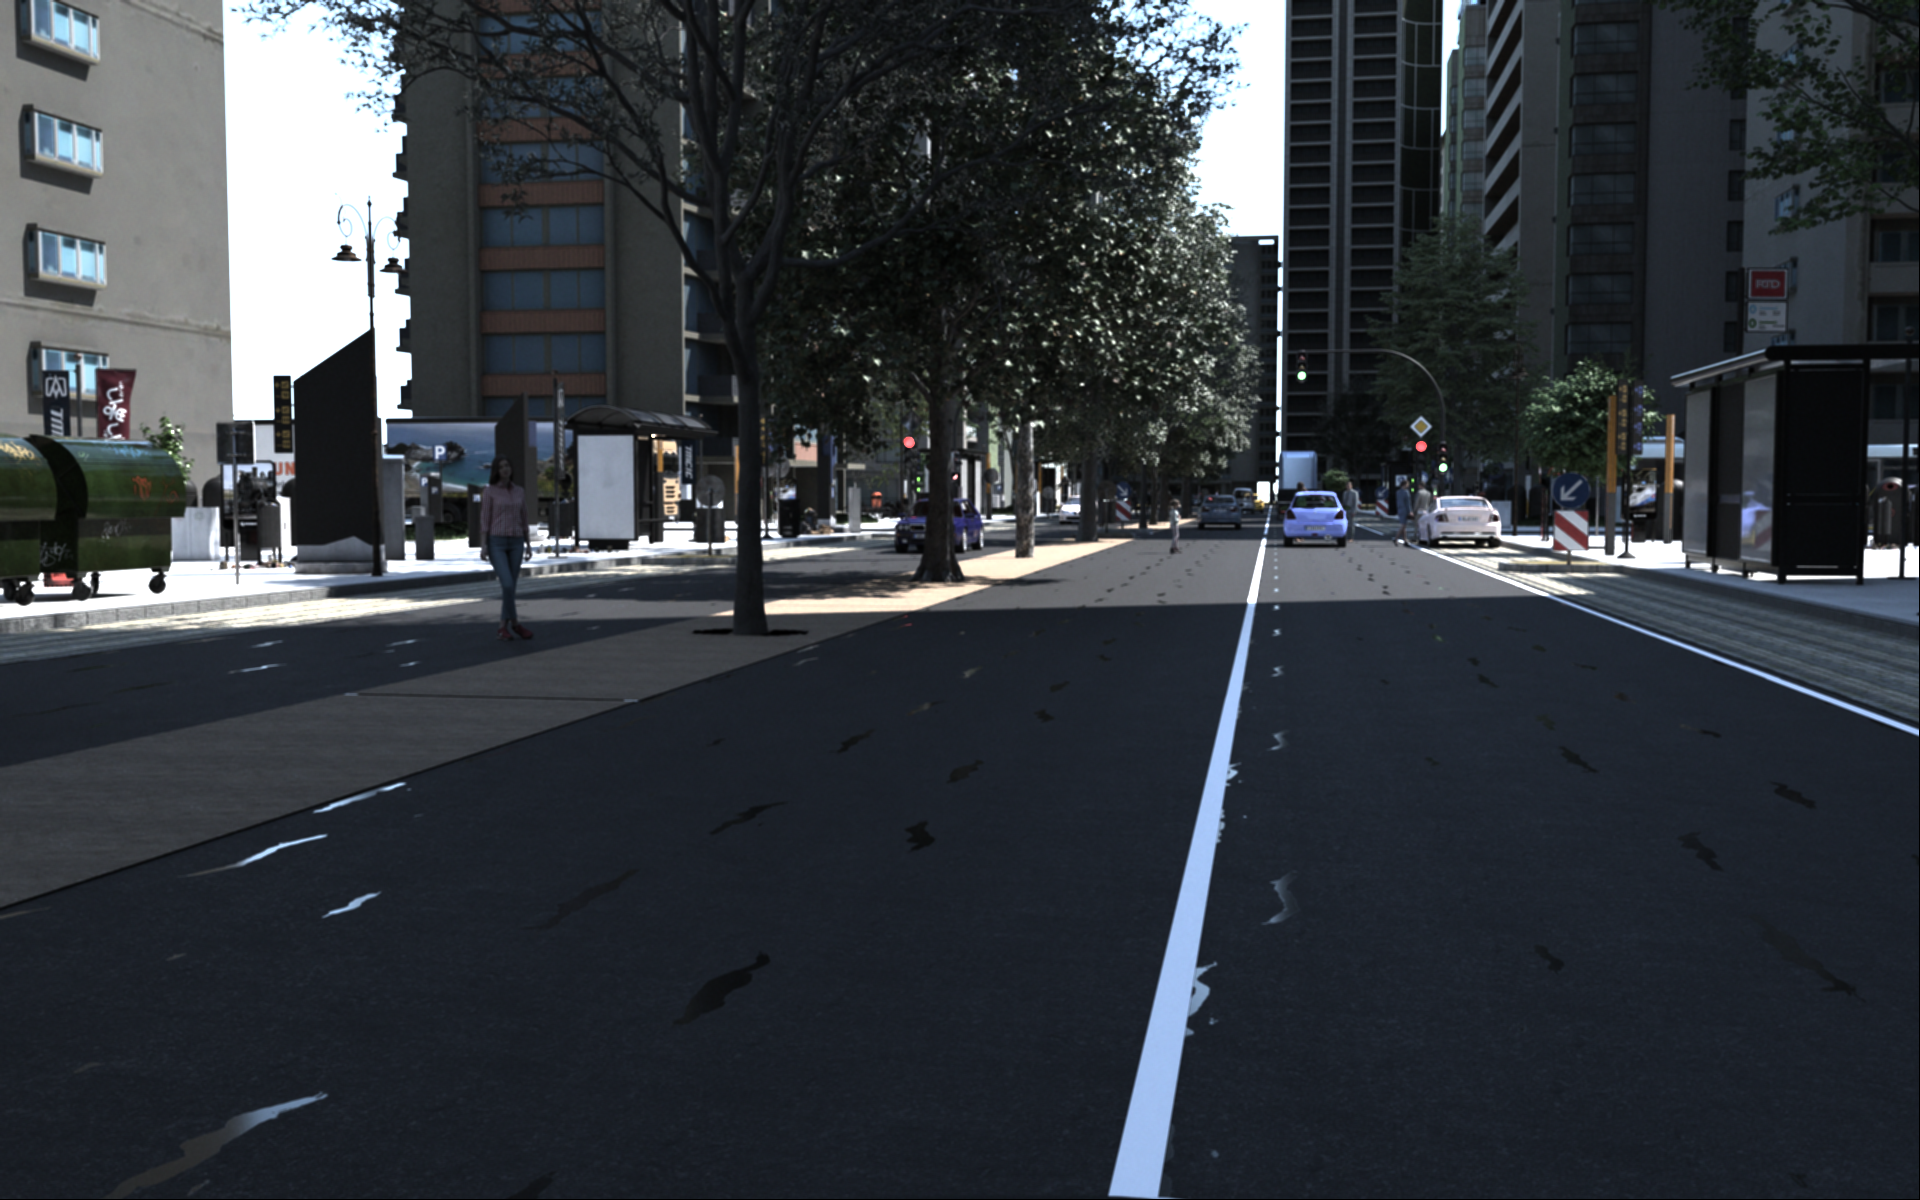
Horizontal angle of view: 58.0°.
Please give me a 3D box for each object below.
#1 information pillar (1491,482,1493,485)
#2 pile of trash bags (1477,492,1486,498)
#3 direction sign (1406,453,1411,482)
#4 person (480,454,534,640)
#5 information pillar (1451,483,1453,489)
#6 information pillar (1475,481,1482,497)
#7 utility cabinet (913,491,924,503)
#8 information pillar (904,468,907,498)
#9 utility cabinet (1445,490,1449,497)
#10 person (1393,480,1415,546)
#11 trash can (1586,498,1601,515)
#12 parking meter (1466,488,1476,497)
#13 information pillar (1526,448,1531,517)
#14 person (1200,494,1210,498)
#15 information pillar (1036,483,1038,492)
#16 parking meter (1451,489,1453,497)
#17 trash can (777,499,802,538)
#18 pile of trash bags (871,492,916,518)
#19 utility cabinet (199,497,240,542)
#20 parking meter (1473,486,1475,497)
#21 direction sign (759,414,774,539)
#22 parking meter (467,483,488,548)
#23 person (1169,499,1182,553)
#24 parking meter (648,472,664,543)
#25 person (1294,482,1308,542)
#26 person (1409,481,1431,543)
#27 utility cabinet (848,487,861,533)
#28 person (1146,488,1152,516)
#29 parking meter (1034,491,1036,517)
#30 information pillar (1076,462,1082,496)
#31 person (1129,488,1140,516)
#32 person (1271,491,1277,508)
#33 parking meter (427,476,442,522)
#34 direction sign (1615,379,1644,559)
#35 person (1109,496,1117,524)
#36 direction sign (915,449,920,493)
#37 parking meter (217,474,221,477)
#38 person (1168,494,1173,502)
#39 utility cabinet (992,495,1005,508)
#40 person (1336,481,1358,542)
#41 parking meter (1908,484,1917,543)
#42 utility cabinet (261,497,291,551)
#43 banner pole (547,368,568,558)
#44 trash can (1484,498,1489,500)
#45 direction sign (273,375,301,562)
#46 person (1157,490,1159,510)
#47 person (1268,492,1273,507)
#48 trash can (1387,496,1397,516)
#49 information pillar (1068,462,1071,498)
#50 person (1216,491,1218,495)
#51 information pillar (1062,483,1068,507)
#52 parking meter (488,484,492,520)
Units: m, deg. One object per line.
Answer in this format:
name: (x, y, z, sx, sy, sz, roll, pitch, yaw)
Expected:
information pillar: (31.331, -5.999, 102.568, 0.304, 2.012, 0.304, 3, 4, 37)
pile of trash bags: (22.388, -3.999, 75.136, 1.912, 1.369, 3.447, 0, 4, 5)
direction sign: (24.739, -6.337, 95.599, 0.379, 3.537, 0.876, 2, 4, 26)
person: (-4.482, -0.522, 17.042, 0.388, 1.821, 0.555, 3, 5, 39)
information pillar: (26.421, -5.385, 92.537, 0.304, 2.012, 0.304, -3, 4, -36)
information pillar: (29.710, -5.791, 99.168, 0.304, 2.012, 0.304, -2, 4, -28)
utility cabinet: (-2.590, -6.540, 115.606, 1.173, 1.500, 0.318, 2, 4, 29)
information pillar: (-3.261, -6.845, 103.272, 0.183, 3.616, 0.504, 0, 4, 7)
utility cabinet: (26.622, -5.269, 94.830, 0.318, 1.500, 1.173, -1, 4, -20)
person: (12.159, -2.392, 47.640, 0.654, 1.822, 0.581, -1, 4, -13)
trash can: (25.770, -3.608, 70.649, 0.748, 1.137, 0.748, 0, 3, 0)
parking meter: (23.304, -4.326, 79.135, 0.372, 1.533, 0.369, 0, 3, 0)
information pillar: (25.082, -5.203, 76.431, 0.183, 3.616, 0.504, 0, 4, 1)
person: (23.308, -9.498, 163.891, 1.348, 1.812, 0.705, 1, 4, 13)
information pillar: (4.908, -6.694, 113.945, 0.304, 2.012, 0.304, -3, 4, -39)
parking meter: (24.588, -4.748, 86.033, 0.372, 1.533, 0.369, 0, 3, 0)
trash can: (-4.989, -2.386, 50.660, 0.748, 1.137, 0.748, 0, 3, 0)
pile of trash bags: (-3.496, -5.112, 93.326, 1.912, 1.369, 3.447, 3, 5, 41)
utility cabinet: (-19.679, -2.139, 46.128, 1.020, 1.237, 0.306, 0, 4, 2)
parking meter: (33.439, -6.520, 112.320, 0.255, 1.863, 0.399, -2, 4, -32)
direction sign: (-5.521, -3.514, 49.455, 0.379, 3.537, 0.876, 1, 4, 20)
parking meter: (-11.536, -2.010, 41.274, 0.372, 1.533, 0.369, 0, 3, 0)
person: (5.240, -1.791, 42.056, 0.394, 1.301, 0.425, -1, 4, -17)
parking meter: (-8.058, -2.454, 45.828, 0.399, 1.863, 0.255, 3, 4, 36)
person: (10.232, -2.654, 52.143, 0.529, 1.795, 0.600, -3, 4, -37)
person: (13.526, -2.578, 50.759, 0.694, 1.812, 0.767, -2, 4, -33)
utility cabinet: (-3.451, -2.946, 56.841, 0.318, 1.500, 1.173, -1, 4, -10)
person: (12.379, -6.394, 112.814, 0.659, 1.850, 0.755, 0, 4, -6)
parking meter: (4.186, -5.549, 99.143, 0.372, 1.533, 0.369, 0, 3, 0)
information pillar: (8.589, -8.144, 124.510, 0.504, 3.616, 0.183, 3, 4, 37)
person: (11.123, -6.247, 110.597, 0.822, 1.834, 0.622, 1, 4, 13)
person: (31.400, -10.014, 172.678, 0.683, 1.767, 0.568, -2, 4, -28)
parking meter: (-16.738, -3.026, 55.187, 0.399, 1.863, 0.255, -2, 4, -26)
direction sign: (13.268, -2.592, 34.375, 0.876, 3.537, 0.379, -3, 4, -36)
person: (7.324, -4.558, 83.202, 0.511, 1.800, 0.466, 3, 5, 42)
direction sign: (-2.191, -5.875, 88.053, 0.379, 3.537, 0.876, -1, 4, -22)
parking meter: (-21.704, -2.768, 50.974, 0.255, 1.863, 0.399, -1, 4, -8)
person: (19.339, -9.072, 160.089, 1.065, 1.426, 0.557, -1, 4, -11)
utility cabinet: (2.922, -7.157, 128.182, 0.306, 1.237, 1.020, 2, 4, 35)
person: (11.588, -2.634, 51.658, 0.391, 1.810, 0.635, -3, 5, -44)
parking meter: (24.996, -2.279, 45.669, 0.372, 1.533, 0.369, 0, 3, 0)
utility cabinet: (-15.579, -1.729, 39.438, 0.306, 1.237, 1.020, 0, 4, 1)
banner pole: (-7.961, -2.715, 34.414, 0.401, 3.779, 0.863, -2, 4, -29)
trash can: (19.693, -3.309, 65.752, 0.748, 1.137, 0.748, 0, 3, 0)
direction sign: (-12.600, -2.506, 32.969, 0.876, 3.537, 0.379, 0, 4, 1)
person: (17.893, -8.973, 155.745, 0.750, 1.759, 0.617, -2, 4, -24)
person: (34.406, -11.104, 191.526, 0.593, 1.643, 0.415, 0, 4, 4)
trash can: (25.455, -5.528, 102.039, 0.748, 1.137, 0.748, 0, 3, 0)
information pillar: (7.890, -8.176, 125.027, 0.183, 3.616, 0.504, 1, 4, 18)
person: (30.015, -11.808, 201.430, 0.599, 1.838, 0.709, 1, 4, 8)
information pillar: (7.044, -6.835, 116.243, 0.304, 2.012, 0.304, -1, 4, -21)
parking meter: (-11.654, -2.129, 43.219, 0.372, 1.533, 0.369, 0, 3, 0)
